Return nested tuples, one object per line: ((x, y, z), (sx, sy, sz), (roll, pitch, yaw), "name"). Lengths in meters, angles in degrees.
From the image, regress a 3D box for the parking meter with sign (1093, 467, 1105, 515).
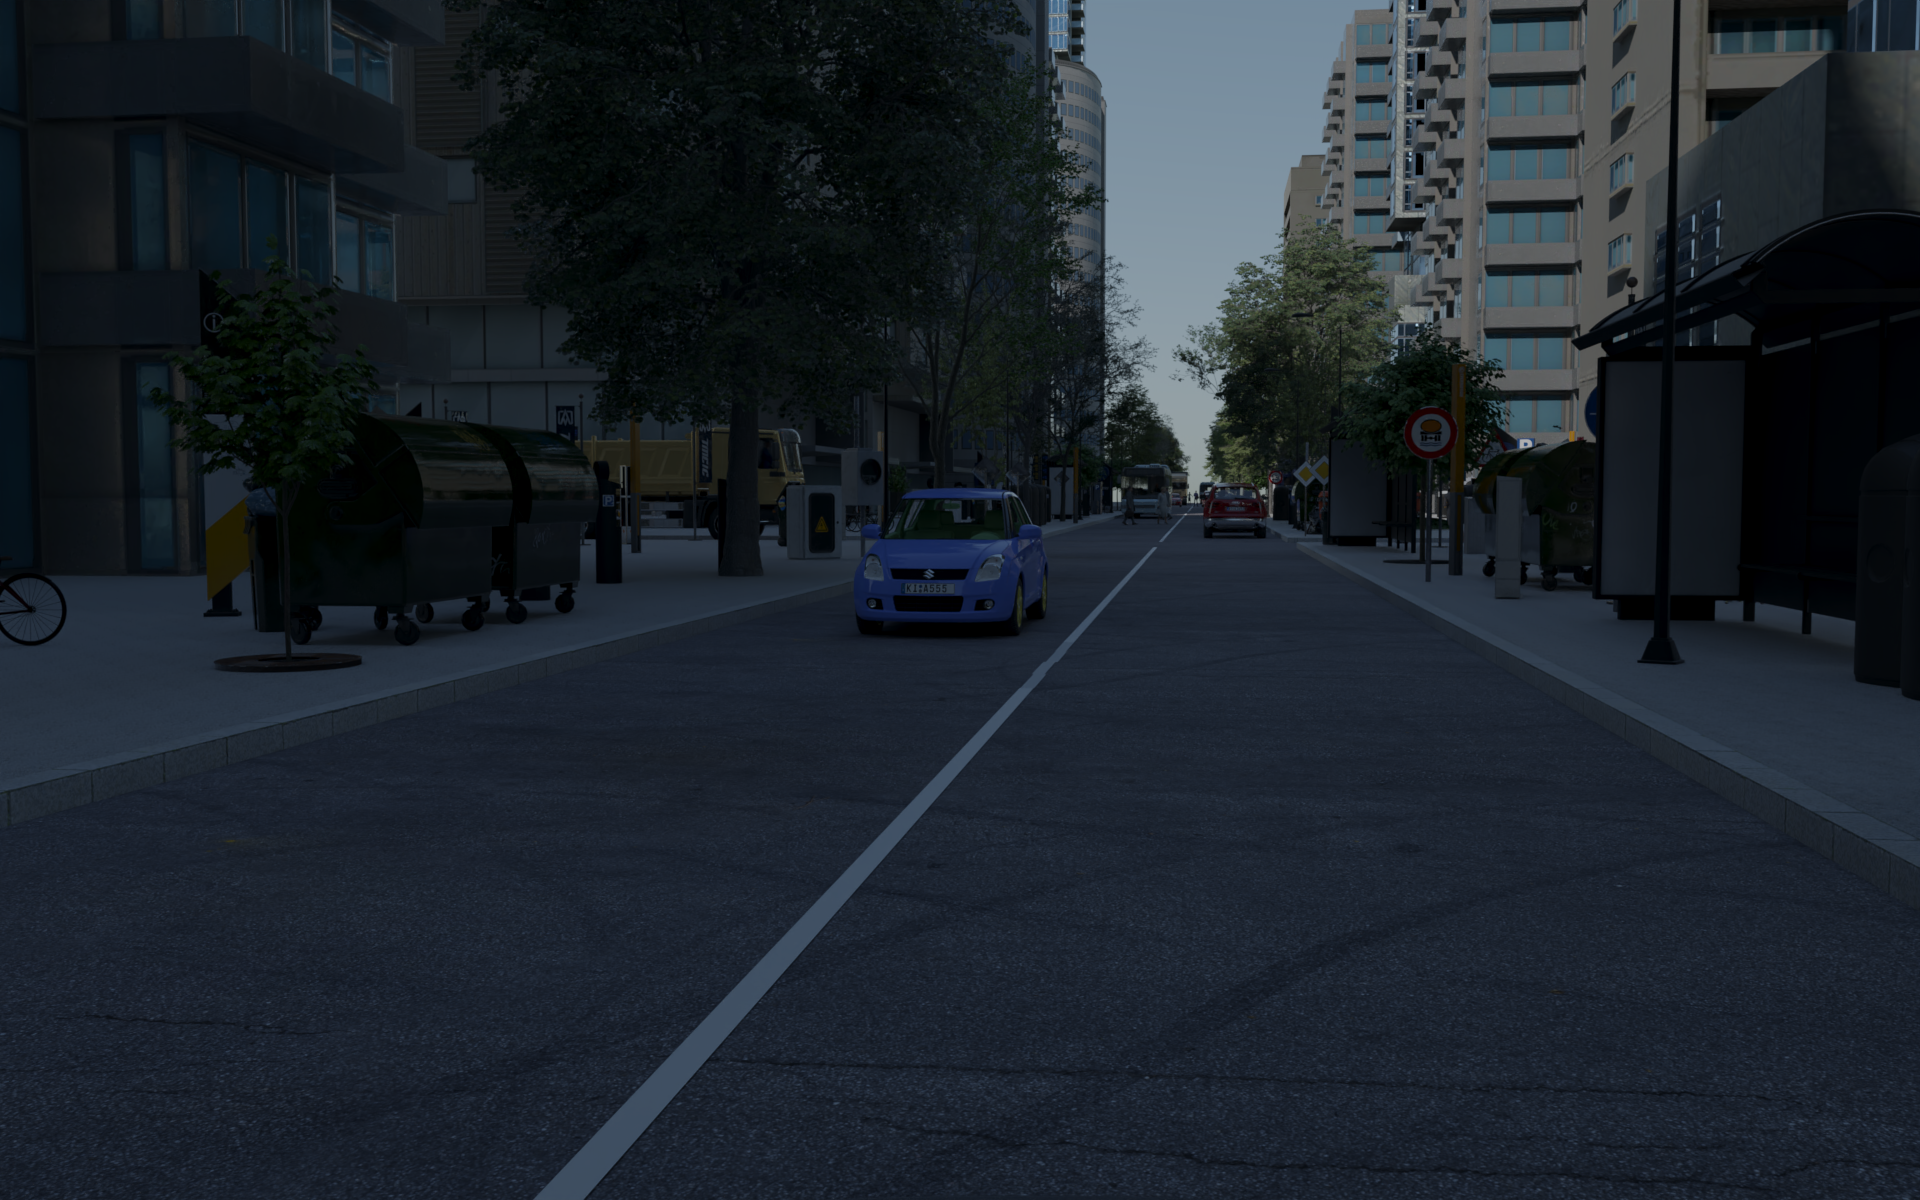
((8.678, -6.899, 109.058), (0.543, 3.016, 1.738), (1, 4, 15), "parking meter with sign")

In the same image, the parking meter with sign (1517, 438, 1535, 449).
((18.198, -3.578, 54.753), (0.543, 3.016, 1.738), (3, 5, 40), "parking meter with sign")

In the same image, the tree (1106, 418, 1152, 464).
((16.431, -13.290, 167.649), (4.737, 8.622, 4.395), (0, 3, 0), "tree")

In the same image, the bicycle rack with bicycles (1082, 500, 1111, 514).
((8.603, -6.188, 114.549), (2.925, 0.926, 2.852), (-1, 4, -19), "bicycle rack with bicycles")

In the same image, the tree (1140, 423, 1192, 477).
((33.349, -22.456, 284.170), (9.611, 12.733, 9.660), (0, 3, 0), "tree")

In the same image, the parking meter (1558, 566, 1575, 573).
((9.898, -1.212, 28.220), (0.372, 1.533, 0.369), (0, 3, 0), "parking meter")

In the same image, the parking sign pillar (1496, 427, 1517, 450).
((20.133, -4.627, 64.128), (1.447, 3.967, 1.447), (-3, 5, -41), "parking sign pillar")

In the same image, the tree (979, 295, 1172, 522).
((4.671, -8.930, 80.417), (8.767, 10.594, 7.601), (1, 4, 17), "tree")

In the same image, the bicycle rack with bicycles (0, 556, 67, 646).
((-9.080, -0.016, 13.638), (2.925, 0.926, 2.852), (0, 4, 4), "bicycle rack with bicycles")

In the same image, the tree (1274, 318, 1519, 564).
((8.723, -2.967, 32.221), (4.285, 4.588, 4.351), (0, 3, 0), "tree")

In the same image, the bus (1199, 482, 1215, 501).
((38.446, -16.709, 268.058), (2.948, 3.499, 13.247), (1, 4, 9), "bus")

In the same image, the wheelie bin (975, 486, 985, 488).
((0.924, -3.647, 67.530), (0.980, 1.594, 0.693), (1, 4, 8), "wheelie bin")

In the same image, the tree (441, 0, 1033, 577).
((-3.476, -7.357, 26.942), (9.857, 13.997, 8.962), (0, 3, 0), "tree")

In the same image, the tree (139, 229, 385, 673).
((-5.141, -1.113, 12.795), (1.663, 3.219, 1.824), (0, 3, 0), "tree")

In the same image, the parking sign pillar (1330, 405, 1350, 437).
((11.806, -3.892, 52.102), (1.447, 3.967, 1.447), (0, 4, 6), "parking sign pillar")

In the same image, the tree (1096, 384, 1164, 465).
((17.615, -15.916, 178.358), (7.486, 12.596, 7.792), (0, 3, 0), "tree")

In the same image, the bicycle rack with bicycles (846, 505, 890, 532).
((-3.539, -2.771, 58.685), (2.925, 0.926, 2.852), (1, 4, 22), "bicycle rack with bicycles")

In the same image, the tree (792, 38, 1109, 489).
((-0.460, -6.999, 40.185), (9.928, 11.665, 9.643), (0, 3, 0), "tree")

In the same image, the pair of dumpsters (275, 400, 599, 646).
((-4.933, -0.865, 16.633), (1.574, 2.255, 4.437), (0, 4, 8), "pair of dumpsters")

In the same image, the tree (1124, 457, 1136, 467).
((12.467, -9.328, 136.223), (4.285, 4.588, 4.351), (0, 3, 0), "tree")

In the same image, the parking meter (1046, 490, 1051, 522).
((3.930, -4.294, 78.625), (0.372, 1.533, 0.369), (0, 3, 0), "parking meter")

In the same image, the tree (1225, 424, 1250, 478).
((27.602, -13.268, 167.289), (4.360, 8.622, 3.978), (0, 3, 0), "tree")

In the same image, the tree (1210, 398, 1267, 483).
((29.104, -15.373, 177.101), (9.928, 11.665, 9.643), (0, 3, 0), "tree")

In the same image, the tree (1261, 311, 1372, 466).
((14.188, -7.259, 69.054), (4.737, 8.622, 4.395), (0, 3, 0), "tree")

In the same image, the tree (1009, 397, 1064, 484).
((5.281, -10.548, 122.819), (4.360, 8.622, 3.978), (0, 3, 0), "tree")

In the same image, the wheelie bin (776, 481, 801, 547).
((-4.055, -2.112, 42.438), (0.693, 1.594, 0.980), (1, 4, 22), "wheelie bin")

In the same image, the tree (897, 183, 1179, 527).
((2.607, -9.646, 68.079), (12.009, 13.543, 11.850), (0, 3, 0), "tree")

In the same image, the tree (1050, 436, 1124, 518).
((6.347, -6.807, 95.003), (4.285, 4.588, 4.351), (0, 3, 0), "tree")

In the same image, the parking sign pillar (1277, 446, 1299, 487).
((18.090, -6.533, 95.293), (1.447, 3.967, 1.447), (1, 4, 9), "parking sign pillar")

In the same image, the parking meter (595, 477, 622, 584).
((-5.045, -1.006, 24.862), (0.372, 1.533, 0.369), (0, 3, 0), "parking meter")

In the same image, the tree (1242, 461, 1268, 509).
((21.422, -8.374, 120.622), (4.285, 4.588, 4.351), (0, 3, 0), "tree")

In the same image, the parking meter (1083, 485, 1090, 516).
((7.332, -5.797, 100.489), (0.399, 1.863, 0.255), (2, 4, 29), "parking meter")

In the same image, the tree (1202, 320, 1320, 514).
((20.311, -11.810, 111.221), (7.486, 12.596, 7.792), (0, 3, 0), "tree")

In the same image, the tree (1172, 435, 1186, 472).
((29.075, -19.393, 251.490), (8.767, 10.594, 7.601), (2, 4, 33), "tree")

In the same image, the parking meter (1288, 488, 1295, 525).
((13.925, -3.915, 72.420), (0.372, 1.533, 0.369), (0, 3, 0), "parking meter")

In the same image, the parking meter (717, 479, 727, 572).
((-3.790, -1.225, 28.441), (0.372, 1.533, 0.369), (0, 3, 0), "parking meter")

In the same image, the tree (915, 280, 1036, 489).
((0.834, -6.623, 58.652), (4.737, 8.622, 4.395), (0, 3, 0), "tree")

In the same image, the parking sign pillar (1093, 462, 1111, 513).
((9.851, -8.025, 119.684), (1.447, 3.967, 1.447), (2, 4, 26), "parking sign pillar")

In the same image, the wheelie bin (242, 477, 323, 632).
((-6.371, -0.513, 16.293), (0.693, 1.594, 0.980), (-2, 4, -29), "wheelie bin")

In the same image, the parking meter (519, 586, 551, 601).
((-5.145, -0.764, 20.910), (0.372, 1.533, 0.369), (0, 3, 0), "parking meter")

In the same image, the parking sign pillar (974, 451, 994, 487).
((1.485, -7.247, 106.962), (1.447, 3.967, 1.447), (3, 5, 43), "parking sign pillar")

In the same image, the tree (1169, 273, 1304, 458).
((24.150, -18.020, 150.511), (12.611, 20.169, 13.585), (0, 3, 0), "tree")

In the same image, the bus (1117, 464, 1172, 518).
((11.346, -6.721, 104.751), (2.948, 3.499, 13.247), (1, 4, 9), "bus")

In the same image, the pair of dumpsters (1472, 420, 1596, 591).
((8.443, -1.357, 24.678), (1.574, 2.255, 4.437), (0, 4, 8), "pair of dumpsters")

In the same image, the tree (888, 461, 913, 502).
((-3.152, -5.936, 91.649), (1.663, 3.219, 1.824), (0, 3, 0), "tree")

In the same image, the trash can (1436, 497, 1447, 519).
((25.292, -4.834, 90.693), (0.748, 1.137, 0.748), (0, 3, 0), "trash can")

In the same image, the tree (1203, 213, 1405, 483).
((16.031, -10.637, 80.563), (9.857, 13.997, 8.962), (0, 3, 0), "tree")

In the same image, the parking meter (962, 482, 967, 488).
((0.218, -4.926, 86.255), (0.255, 1.863, 0.399), (0, 4, 1), "parking meter")

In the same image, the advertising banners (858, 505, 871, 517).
((-5.819, -6.201, 97.566), (2.074, 3.025, 0.090), (3, 5, 40), "advertising banners")

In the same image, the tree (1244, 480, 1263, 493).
((23.143, -8.635, 135.782), (1.663, 3.219, 1.824), (0, 3, 0), "tree")
